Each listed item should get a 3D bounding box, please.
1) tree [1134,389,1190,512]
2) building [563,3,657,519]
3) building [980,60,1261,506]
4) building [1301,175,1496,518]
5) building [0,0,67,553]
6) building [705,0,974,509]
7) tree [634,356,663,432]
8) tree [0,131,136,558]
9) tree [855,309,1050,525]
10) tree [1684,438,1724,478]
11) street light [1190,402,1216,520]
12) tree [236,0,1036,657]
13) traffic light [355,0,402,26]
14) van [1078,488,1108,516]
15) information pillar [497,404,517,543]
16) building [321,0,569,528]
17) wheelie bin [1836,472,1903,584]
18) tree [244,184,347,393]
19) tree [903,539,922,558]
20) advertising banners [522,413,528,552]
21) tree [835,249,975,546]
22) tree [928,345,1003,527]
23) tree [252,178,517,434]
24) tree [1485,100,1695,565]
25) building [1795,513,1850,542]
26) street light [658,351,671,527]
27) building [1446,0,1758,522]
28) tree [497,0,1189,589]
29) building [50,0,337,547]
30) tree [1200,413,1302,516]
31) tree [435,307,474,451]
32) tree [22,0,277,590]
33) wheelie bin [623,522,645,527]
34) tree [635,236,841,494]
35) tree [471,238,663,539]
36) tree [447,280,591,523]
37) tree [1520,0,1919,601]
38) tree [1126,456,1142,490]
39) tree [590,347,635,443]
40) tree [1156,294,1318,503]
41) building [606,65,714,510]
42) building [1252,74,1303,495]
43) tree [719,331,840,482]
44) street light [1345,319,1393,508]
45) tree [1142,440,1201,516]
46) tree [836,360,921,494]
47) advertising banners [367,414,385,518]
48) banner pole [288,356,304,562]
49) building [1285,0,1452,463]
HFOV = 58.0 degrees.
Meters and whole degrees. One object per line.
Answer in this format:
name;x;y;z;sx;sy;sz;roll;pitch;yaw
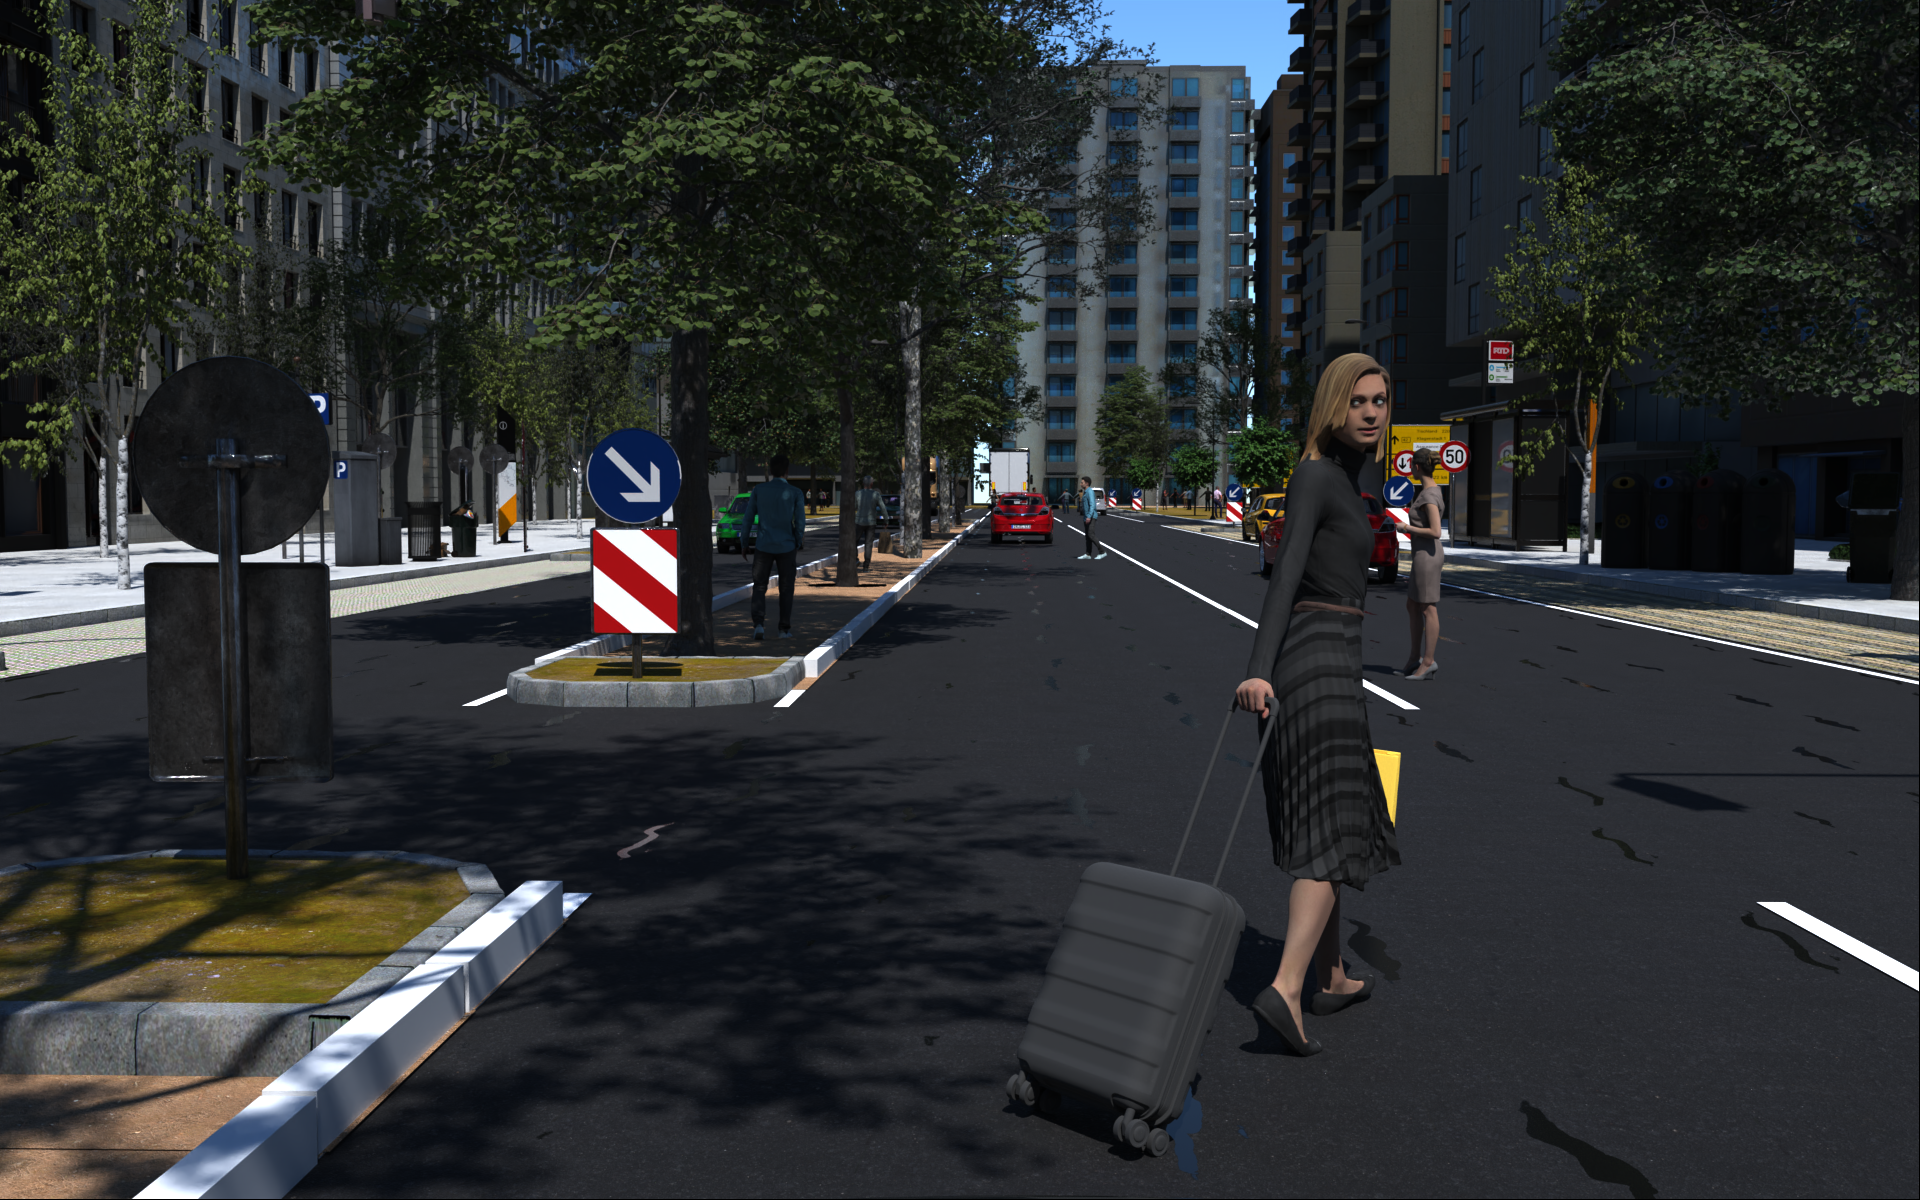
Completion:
tree;14.124;-10.522;122.391;4.360;8.622;3.978;0;3;0
building;-30.583;-48.305;102.464;22.319;86.520;31.000;0;4;2
building;17.524;-35.131;194.003;30.456;49.044;23.786;0;4;2
building;37.707;-16.097;108.229;27.650;21.520;28.899;0;4;2
building;-27.178;-12.370;31.933;12.332;23.373;15.834;0;4;2
building;-12.431;-37.168;196.936;27.495;52.752;28.713;0;4;2
tree;-16.763;-8.284;85.807;4.737;8.622;4.395;0;3;0
tree;-17.455;-5.152;34.601;4.360;8.622;3.978;0;3;0
tree;-0.028;-8.745;79.858;8.767;10.594;7.601;0;4;2
tree;25.278;-3.899;58.351;1.663;3.219;1.824;0;3;0
street light;12.201;-7.008;87.127;1.470;5.913;1.316;0;4;2
tree;-2.417;-5.775;14.998;7.486;12.596;7.792;0;3;0
traffic light;-6.603;-2.342;12.960;4.771;5.953;1.251;0;4;2
van;8.958;-6.694;116.457;2.013;2.044;4.112;0;4;1
information pillar;-11.816;-3.287;45.104;0.504;3.616;0.183;-3;4;-38
building;-25.611;-18.042;72.480;11.434;29.767;29.804;0;4;2
wheelie bin;13.206;-1.049;25.064;0.980;1.594;0.693;2;4;33
tree;-17.040;-5.594;41.825;4.360;8.622;3.978;0;3;0
tree;-2.237;-11.036;38.785;12.611;20.169;13.585;0;3;0
advertising banners;-9.654;-2.581;38.380;0.090;3.025;2.074;-1;4;-13
tree;-1.597;-5.803;47.692;4.360;8.622;3.978;0;3;0
tree;-0.238;-7.391;73.664;4.737;8.622;4.395;0;3;0
tree;-17.052;-7.105;50.587;7.601;10.594;8.767;1;4;9
tree;11.424;-4.960;31.451;4.737;8.622;4.395;0;3;0
building;30.337;-24.089;43.972;14.600;45.320;14.200;0;4;2
street light;-8.961;-5.035;54.868;1.470;5.913;1.316;0;4;2
building;37.350;-29.548;72.351;28.713;52.752;27.495;0;4;2
tree;-1.708;-6.930;26.129;12.009;13.543;11.850;0;3;0
building;-26.342;-11.911;49.490;10.420;20.320;16.860;0;4;2
tree;12.252;-5.320;70.700;4.285;4.588;4.351;0;3;0
tree;-17.317;-6.976;64.417;4.360;8.622;3.978;0;3;0
tree;-11.338;-4.459;23.273;4.737;8.622;4.395;0;3;0
wheelie bin;-10.561;-2.956;56.245;0.980;1.594;0.693;-2;4;-35
tree;-9.620;-9.752;76.452;9.611;12.733;9.660;0;3;0
tree;-10.767;-6.054;49.338;4.360;8.622;3.978;0;3;0
tree;-15.426;-6.656;59.193;4.737;8.622;4.395;0;3;0
tree;11.513;-6.966;20.547;9.857;13.997;8.962;0;3;0
tree;14.625;-9.366;136.844;4.285;4.588;4.351;0;3;0
tree;-17.469;-7.689;76.082;4.737;8.622;4.395;0;3;0
tree;13.613;-8.923;80.306;8.767;10.594;7.601;-1;4;-20
building;-32.000;-33.669;139.734;27.495;52.752;28.713;0;4;2
building;39.917;-32.912;188.229;14.200;45.320;14.600;0;4;2
tree;-9.844;-9.284;86.198;7.601;10.594;8.767;0;4;-8
street light;10.916;-4.500;46.118;1.470;5.913;1.316;0;4;2
tree;13.789;-7.239;102.075;4.285;4.588;4.351;0;3;0
tree;-6.992;-15.039;152.542;9.857;13.997;8.962;0;3;0
advertising banners;-13.069;-2.602;38.734;0.090;3.025;2.074;-1;4;-11
banner pole;-12.007;-2.526;31.324;0.401;3.779;0.863;0;4;-6
building;37.668;-29.464;136.362;22.147;44.769;28.867;0;4;2
